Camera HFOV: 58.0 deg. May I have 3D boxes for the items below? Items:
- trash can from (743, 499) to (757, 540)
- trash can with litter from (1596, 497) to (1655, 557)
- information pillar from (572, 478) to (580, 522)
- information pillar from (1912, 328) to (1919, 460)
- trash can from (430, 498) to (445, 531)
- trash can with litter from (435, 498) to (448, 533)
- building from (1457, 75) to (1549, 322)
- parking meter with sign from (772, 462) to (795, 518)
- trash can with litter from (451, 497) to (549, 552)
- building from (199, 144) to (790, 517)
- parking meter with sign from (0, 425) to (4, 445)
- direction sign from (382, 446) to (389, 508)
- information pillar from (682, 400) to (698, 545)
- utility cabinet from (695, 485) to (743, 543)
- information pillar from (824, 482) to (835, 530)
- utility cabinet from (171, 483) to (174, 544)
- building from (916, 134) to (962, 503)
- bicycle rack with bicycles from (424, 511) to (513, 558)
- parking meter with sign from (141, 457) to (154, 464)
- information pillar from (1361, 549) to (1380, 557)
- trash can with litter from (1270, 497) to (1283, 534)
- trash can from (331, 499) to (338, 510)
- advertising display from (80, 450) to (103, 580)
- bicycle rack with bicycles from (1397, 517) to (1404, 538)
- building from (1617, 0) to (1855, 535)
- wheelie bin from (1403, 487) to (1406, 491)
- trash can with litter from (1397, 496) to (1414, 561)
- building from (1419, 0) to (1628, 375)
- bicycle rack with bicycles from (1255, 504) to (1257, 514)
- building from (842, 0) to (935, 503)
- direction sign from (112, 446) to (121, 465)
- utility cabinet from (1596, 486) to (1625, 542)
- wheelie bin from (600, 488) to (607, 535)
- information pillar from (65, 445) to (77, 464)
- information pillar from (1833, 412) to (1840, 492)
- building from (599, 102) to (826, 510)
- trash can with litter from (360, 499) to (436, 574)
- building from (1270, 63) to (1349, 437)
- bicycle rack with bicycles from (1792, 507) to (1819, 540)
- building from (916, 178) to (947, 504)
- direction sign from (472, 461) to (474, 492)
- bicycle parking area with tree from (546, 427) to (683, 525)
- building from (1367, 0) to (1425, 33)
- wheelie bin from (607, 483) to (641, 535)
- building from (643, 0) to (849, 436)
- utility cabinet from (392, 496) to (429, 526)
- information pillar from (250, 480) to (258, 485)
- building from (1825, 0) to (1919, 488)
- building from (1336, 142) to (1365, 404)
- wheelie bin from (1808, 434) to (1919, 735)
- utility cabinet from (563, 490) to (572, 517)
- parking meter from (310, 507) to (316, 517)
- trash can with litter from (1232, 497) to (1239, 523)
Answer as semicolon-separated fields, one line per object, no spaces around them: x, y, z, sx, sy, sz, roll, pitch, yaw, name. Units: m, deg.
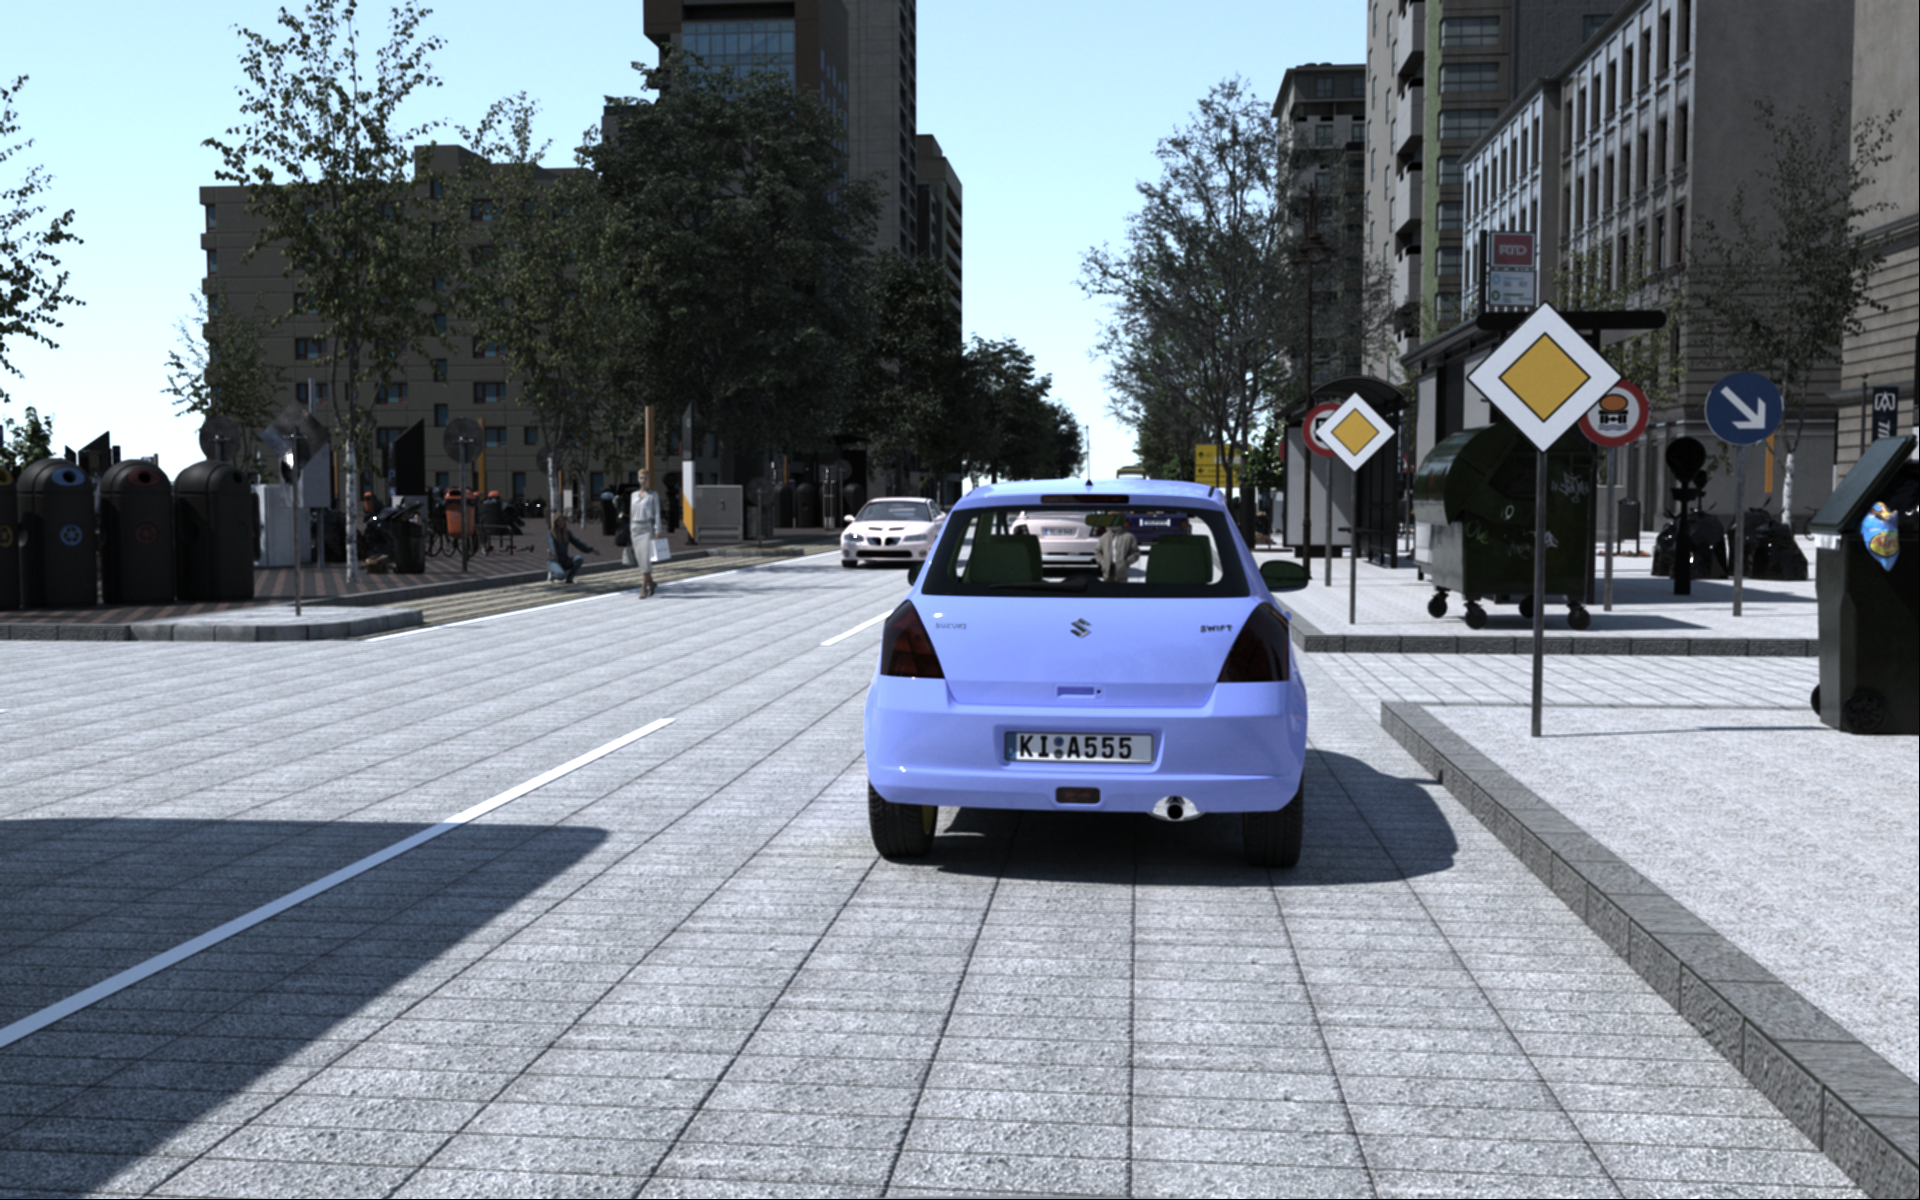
-5.979;-2.245;48.353;0.748;1.137;0.748;0;3;0;trash can
13.684;-1.527;36.022;1.678;1.210;2.233;-2;4;-26;trash can with litter
-17.580;-4.571;79.224;0.304;2.012;0.304;0;4;-7;information pillar
11.773;-1.824;21.176;0.183;3.616;0.504;1;4;11;information pillar
-17.151;-2.797;57.388;0.748;1.137;0.748;0;3;0;trash can
-16.455;-2.722;55.884;1.055;1.170;0.624;1;4;18;trash can with litter
29.746;-14.173;80.881;9.793;20.994;18.267;0;4;6;building
-9.243;-5.945;93.457;1.738;3.016;0.543;-1;4;-21;parking meter with sign
-10.240;-1.701;38.865;2.233;1.210;1.678;1;4;19;trash can with litter
-27.407;-16.234;110.462;27.650;21.520;28.899;0;4;6;building
-24.922;-2.898;43.648;1.738;3.016;0.543;1;4;23;parking meter with sign
-27.299;-5.528;82.388;0.379;3.537;0.876;0;4;0;direction sign
-6.819;-3.195;43.586;0.183;3.616;0.504;-3;4;-38;information pillar
-6.187;-2.190;44.478;1.173;1.500;0.318;0;4;1;utility cabinet
-4.645;-3.488;61.514;0.304;2.012;0.304;1;4;16;information pillar
-15.641;-1.611;35.023;0.318;1.500;1.173;1;4;16;utility cabinet
-11.350;-37.536;237.408;21.300;48.544;21.600;0;4;6;building
-10.577;-1.380;35.937;2.852;0.926;2.925;-3;5;-40;bicycle rack with bicycles
-37.764;-5.214;81.503;0.543;3.016;1.738;0;4;3;parking meter with sign
8.430;-1.900;35.550;0.304;2.012;0.304;-3;5;-40;information pillar
10.266;-2.773;56.390;1.678;1.210;2.233;2;4;27;trash can with litter
-20.371;-2.696;55.741;0.748;1.137;0.748;0;3;0;trash can
-12.956;-1.264;25.884;0.123;1.923;0.974;-1;4;-16;advertising display
11.618;-2.331;51.501;2.852;0.926;2.925;0;4;-6;bicycle rack with bicycles
28.445;-13.060;62.685;9.793;20.994;18.267;0;4;6;building
20.843;-4.478;81.127;0.693;1.594;0.980;1;4;15;wheelie bin
9.680;-1.400;33.944;2.233;1.210;1.678;1;4;13;trash can with litter
34.473;-25.630;102.642;14.154;41.232;14.086;0;4;6;building
14.328;-4.728;90.685;2.925;0.926;2.852;1;4;19;bicycle rack with bicycles
-13.580;-46.690;201.634;20.563;71.187;20.611;0;4;6;building
-39.586;-5.430;80.773;0.876;3.537;0.379;-1;4;-13;direction sign
16.856;-2.255;45.549;1.173;1.500;0.318;0;4;-4;utility cabinet
-10.826;-2.806;53.779;0.693;1.594;0.980;-1;4;-18;wheelie bin
-41.948;-5.528;81.742;0.504;3.616;0.183;-3;4;-36;information pillar
25.056;-3.537;49.187;0.504;3.616;0.183;1;4;10;information pillar
-18.313;-22.001;131.425;14.160;30.474;14.107;0;4;6;building
-9.113;-1.008;27.875;1.055;1.170;0.624;0;4;-1;trash can with litter
52.778;-37.929;209.377;28.713;52.752;27.495;0;4;6;building
24.498;-2.103;47.758;2.925;0.926;2.852;-3;4;-38;bicycle rack with bicycles
-9.417;-32.779;219.525;14.154;41.232;14.086;0;4;6;building
-23.266;-5.553;82.790;0.379;3.537;0.876;-1;4;-13;direction sign
-13.390;-5.453;76.158;9.016;4.147;8.231;3;5;41;bicycle parking area with tree
43.849;-32.596;122.181;28.713;52.752;27.495;0;4;6;building
-9.675;-2.627;50.862;0.980;1.594;0.693;-3;4;-36;wheelie bin
-17.324;-30.313;145.724;14.600;45.320;14.200;0;4;6;building
-17.707;-2.739;55.949;1.020;1.237;0.306;-1;4;-18;utility cabinet
-36.551;-5.210;89.673;0.304;2.012;0.304;0;4;-3;information pillar
37.826;-13.134;33.821;34.723;24.649;14.460;0;4;6;building
38.310;-22.790;144.310;14.160;30.474;14.107;0;4;6;building
5.063;-0.095;9.458;0.693;1.594;0.980;1;4;12;wheelie bin
-21.503;-5.303;95.389;1.173;1.500;0.318;3;5;41;utility cabinet
-17.739;-2.382;47.349;0.372;1.533;0.369;0;3;0;parking meter
11.897;-3.950;75.964;1.055;1.170;0.624;-2;4;-32;trash can with litter
